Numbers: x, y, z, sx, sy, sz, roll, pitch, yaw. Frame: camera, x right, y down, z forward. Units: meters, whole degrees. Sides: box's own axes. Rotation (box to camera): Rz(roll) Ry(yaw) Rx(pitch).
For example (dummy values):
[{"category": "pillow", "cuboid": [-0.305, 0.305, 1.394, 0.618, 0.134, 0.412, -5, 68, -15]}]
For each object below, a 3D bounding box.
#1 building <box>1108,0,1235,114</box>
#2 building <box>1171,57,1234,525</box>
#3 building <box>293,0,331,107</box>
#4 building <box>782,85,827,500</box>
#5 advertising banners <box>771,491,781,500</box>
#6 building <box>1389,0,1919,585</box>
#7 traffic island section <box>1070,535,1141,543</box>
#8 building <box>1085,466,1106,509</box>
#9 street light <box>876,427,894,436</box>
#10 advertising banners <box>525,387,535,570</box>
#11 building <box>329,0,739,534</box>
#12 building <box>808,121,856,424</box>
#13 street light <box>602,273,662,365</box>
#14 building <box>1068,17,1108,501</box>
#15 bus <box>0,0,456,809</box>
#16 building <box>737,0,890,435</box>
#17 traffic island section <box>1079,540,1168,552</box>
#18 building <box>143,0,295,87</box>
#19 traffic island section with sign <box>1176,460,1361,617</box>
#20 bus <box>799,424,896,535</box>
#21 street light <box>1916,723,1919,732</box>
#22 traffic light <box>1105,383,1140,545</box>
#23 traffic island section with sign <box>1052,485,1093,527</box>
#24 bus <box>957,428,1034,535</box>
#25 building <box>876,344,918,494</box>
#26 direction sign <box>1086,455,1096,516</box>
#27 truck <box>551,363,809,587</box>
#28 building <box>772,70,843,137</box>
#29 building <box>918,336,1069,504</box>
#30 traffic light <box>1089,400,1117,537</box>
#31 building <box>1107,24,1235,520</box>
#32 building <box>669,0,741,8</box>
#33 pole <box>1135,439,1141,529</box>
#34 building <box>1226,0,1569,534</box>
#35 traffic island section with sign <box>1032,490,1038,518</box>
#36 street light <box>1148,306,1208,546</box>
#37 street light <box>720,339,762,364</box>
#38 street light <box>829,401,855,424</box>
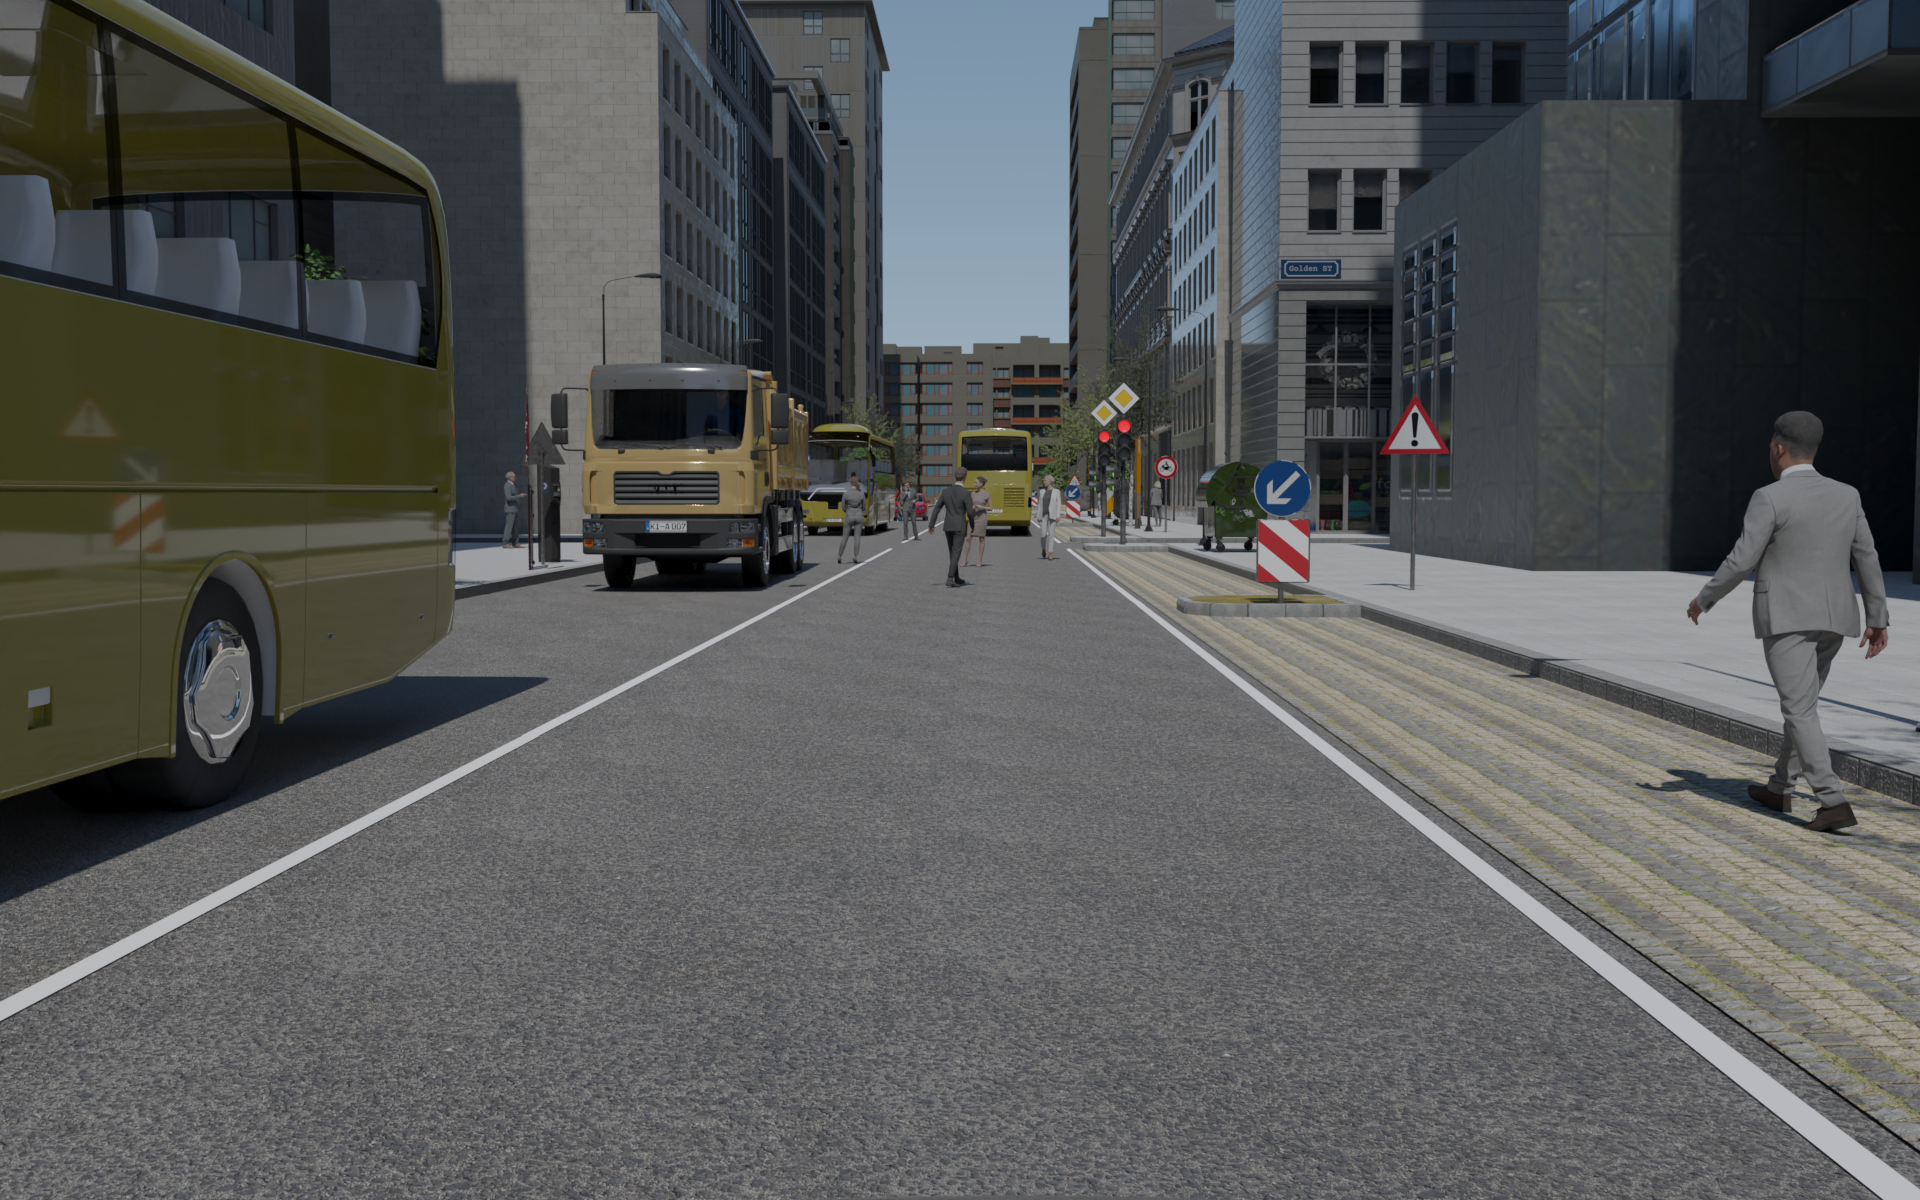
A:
[{"category": "building", "cuboid": [18.420, -27.636, 135.446, 14.154, 41.232, 14.086, 0, 4, 1]}, {"category": "building", "cuboid": [15.092, -13.394, 73.748, 10.420, 20.320, 16.860, 0, 4, 1]}, {"category": "building", "cuboid": [-33.572, -16.060, 59.847, 25.104, 27.353, 12.463, 0, 4, 1]}, {"category": "building", "cuboid": [-16.443, -19.244, 108.148, 14.314, 27.812, 24.014, 0, 4, 1]}, {"category": "advertising banners", "cuboid": [-7.232, -4.139, 63.864, 0.090, 3.025, 2.074, 2, 4, 29]}, {"category": "building", "cuboid": [20.562, -43.317, 20.906, 22.319, 86.520, 31.000, 0, 4, 1]}, {"category": "traffic island section", "cuboid": [4.318, -1.810, 51.872, 2.009, 0.180, 2.903, 0, 4, 1]}, {"category": "building", "cuboid": [21.934, -43.658, 152.053, 20.563, 71.187, 20.611, 0, 4, 1]}, {"category": "street light", "cuboid": [-5.245, -9.028, 120.155, 1.470, 5.913, 1.316, 0, 4, 1]}, {"category": "advertising banners", "cuboid": [-7.297, -2.028, 29.347, 0.090, 3.025, 2.074, -1, 4, -12]}, {"category": "building", "cuboid": [-14.533, -12.760, 63.371, 10.420, 20.320, 16.860, 0, 4, 1]}, {"category": "building", "cuboid": [-15.693, -22.183, 134.396, 14.160, 30.474, 14.107, 0, 4, 1]}, {"category": "street light", "cuboid": [-6.944, -3.910, 36.473, 1.470, 5.913, 1.316, 0, 4, 1]}, {"category": "building", "cuboid": [22.039, -33.646, 173.813, 21.300, 48.544, 21.600, 0, 4, 1]}, {"category": "bus", "cuboid": [-4.657, -0.829, 5.095, 2.896, 3.916, 12.252, 0, 4, 2]}, {"category": "building", "cuboid": [-22.081, -36.497, 185.960, 27.495, 52.752, 28.713, 0, 4, 1]}, {"category": "traffic island section", "cuboid": [4.149, -1.322, 43.888, 2.009, 0.180, 2.903, 0, 4, 1]}, {"category": "building", "cuboid": [-21.507, -21.385, 33.245, 14.086, 41.232, 14.154, 0, 4, 1]}, {"category": "traffic island section with sign", "cuboid": [3.663, -0.752, 20.927, 1.989, 1.847, 2.006, 0, 4, 1]}, {"category": "bus", "cuboid": [-4.075, -4.443, 64.195, 2.896, 3.916, 12.252, 0, 4, 2]}, {"category": "street light", "cuboid": [4.799, -2.243, 9.210, 1.470, 5.913, 1.316, 0, 4, 1]}, {"category": "traffic light", "cuboid": [4.109, -3.355, 43.775, 0.839, 4.253, 0.868, 0, 4, 1]}, {"category": "traffic island section with sign", "cuboid": [4.851, -4.149, 76.465, 1.989, 1.847, 2.006, 0, 4, 1]}, {"category": "bus", "cuboid": [1.330, -4.411, 63.667, 2.896, 3.916, 12.252, 0, 4, 2]}, {"category": "building", "cuboid": [-19.438, -23.426, 228.059, 28.899, 21.520, 27.650, 0, 4, 1]}, {"category": "direction sign", "cuboid": [7.611, -6.645, 100.644, 0.379, 3.537, 0.876, -2, 4, -31]}, {"category": "truck", "cuboid": [-4.215, -2.015, 28.866, 3.469, 3.379, 9.791, 0, 3, 0]}, {"category": "building", "cuboid": [-23.621, -28.220, 153.284, 32.217, 40.220, 23.993, 0, 4, 1]}, {"category": "building", "cuboid": [9.836, -23.349, 226.790, 28.899, 21.520, 27.650, 0, 4, 1]}, {"category": "traffic light", "cuboid": [4.278, -3.843, 51.759, 0.839, 4.253, 0.868, 0, 4, 1]}, {"category": "building", "cuboid": [18.748, -20.050, 104.232, 17.030, 29.872, 44.131, 0, 4, 1]}, {"category": "building", "cuboid": [-17.379, -17.754, 83.777, 14.314, 27.812, 24.014, 0, 4, 1]}, {"category": "pole", "cuboid": [6.559, -4.282, 63.853, 0.158, 3.312, 0.155, 0, 3, 0]}, {"category": "building", "cuboid": [24.782, -17.194, 58.609, 29.804, 29.767, 11.434, 0, 4, 1]}, {"category": "traffic island section with sign", "cuboid": [5.410, -5.797, 103.414, 1.989, 1.847, 2.006, 0, 4, 1]}, {"category": "street light", "cuboid": [5.556, -4.310, 43.010, 1.470, 5.913, 1.316, 0, 4, 1]}, {"category": "street light", "cuboid": [-6.628, -4.863, 52.050, 1.470, 5.913, 1.316, 0, 4, 1]}, {"category": "street light", "cuboid": [-5.917, -6.953, 86.228, 1.470, 5.913, 1.316, 0, 4, 1]}]
